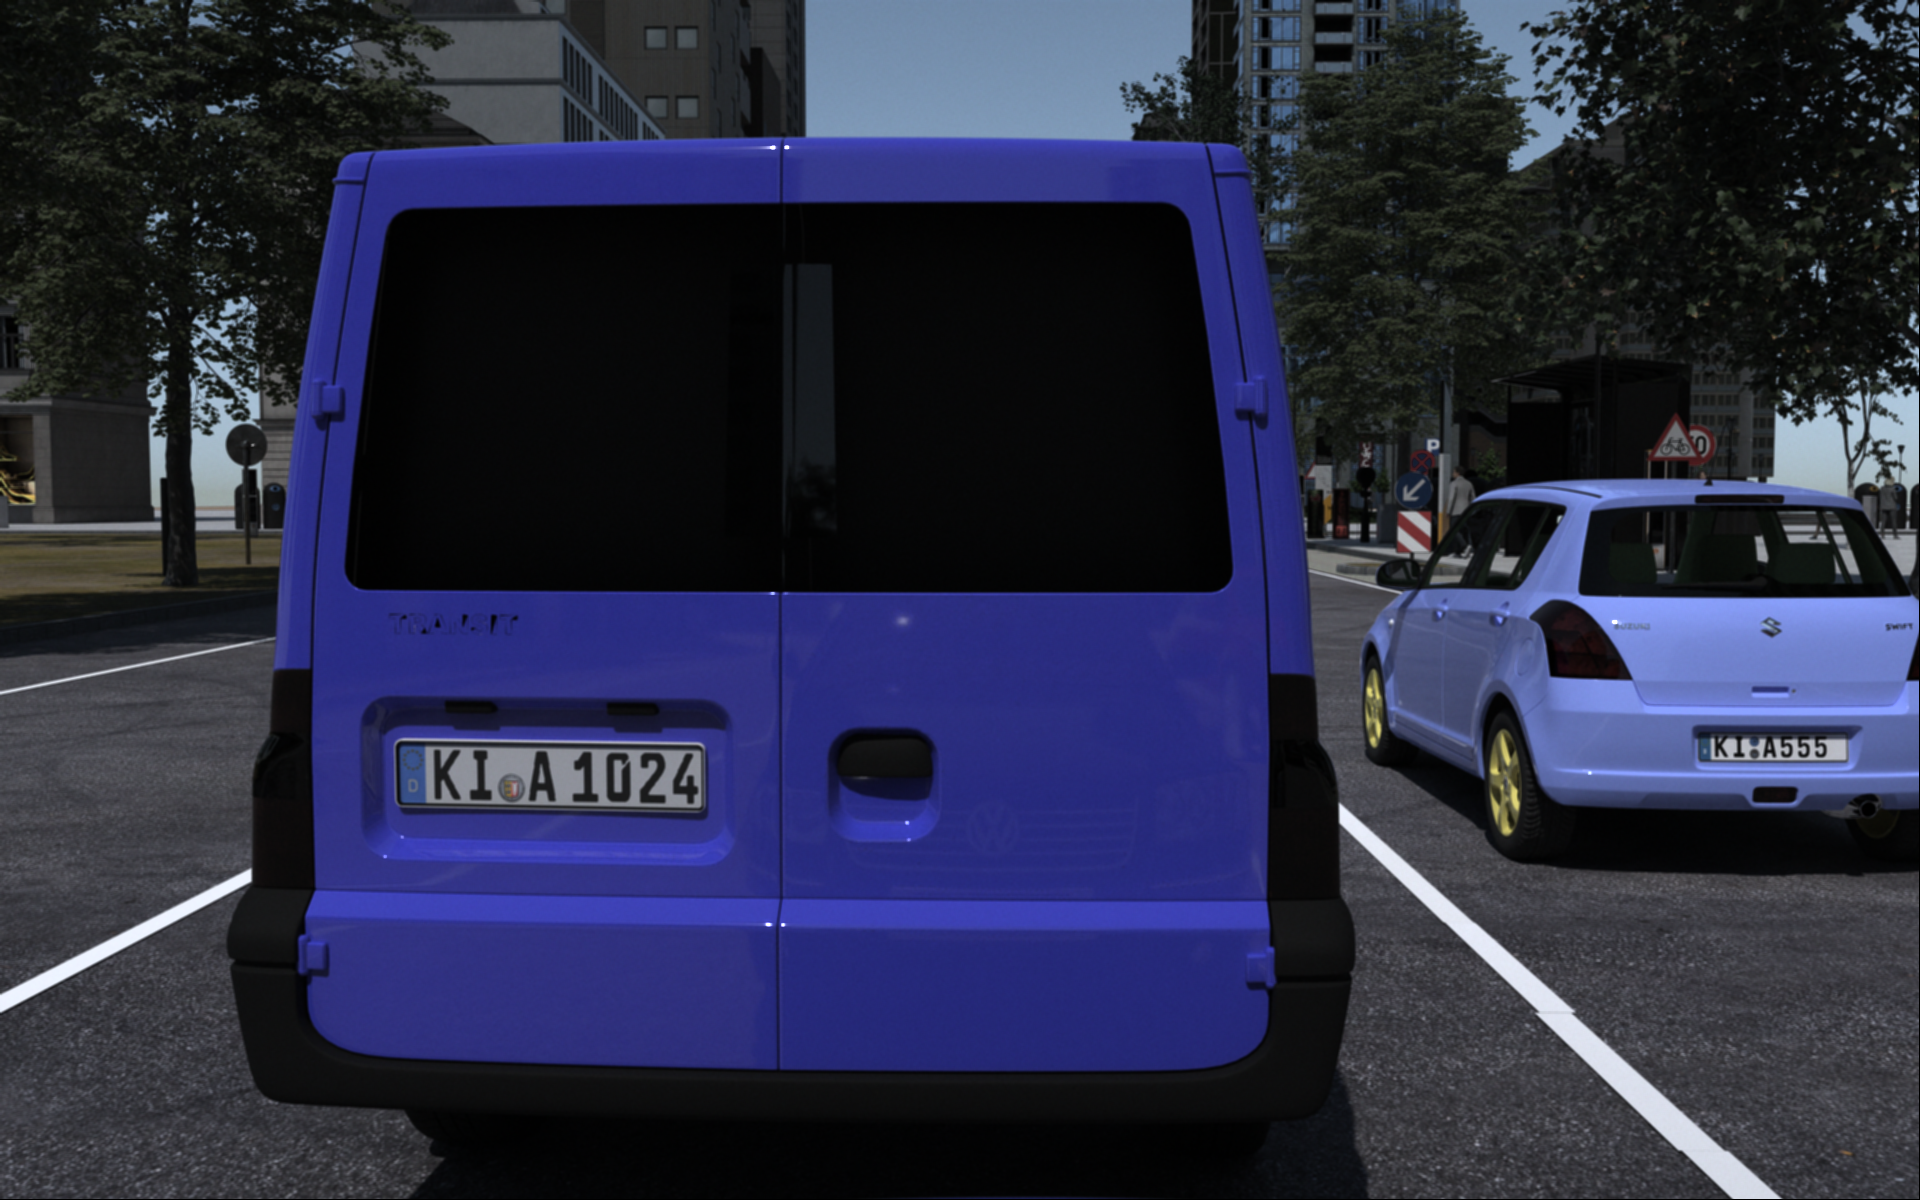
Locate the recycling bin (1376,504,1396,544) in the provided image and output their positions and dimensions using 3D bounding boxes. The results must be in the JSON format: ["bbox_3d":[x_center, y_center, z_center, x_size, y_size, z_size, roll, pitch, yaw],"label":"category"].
[{"bbox_3d":[11.259,-1.994,45.152,0.722,1.027,0.722,0,4,8],"label":"recycling bin"}]

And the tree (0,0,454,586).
[{"bbox_3d":[-10.921,-6.500,24.407,7.486,12.596,7.792,0,3,0],"label":"tree"}]

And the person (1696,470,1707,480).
[{"bbox_3d":[16.794,-2.029,39.234,0.555,1.821,0.388,-1,4,-16],"label":"person"}]

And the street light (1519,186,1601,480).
[{"bbox_3d":[9.135,-3.289,26.308,1.470,5.913,1.316,0,4,1],"label":"street light"}]

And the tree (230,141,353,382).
[{"bbox_3d":[-12.981,-5.232,35.901,4.360,8.622,3.978,0,3,0],"label":"tree"}]

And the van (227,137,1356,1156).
[{"bbox_3d":[-0.178,-0.065,5.447,2.240,2.365,5.245,0,4,3],"label":"van"}]

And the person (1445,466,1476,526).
[{"bbox_3d":[9.975,-1.742,34.368,0.661,1.843,0.795,-2,4,-26],"label":"person"}]

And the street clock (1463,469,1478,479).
[{"bbox_3d":[14.881,-2.820,50.674,0.471,2.002,0.358,0,4,-8],"label":"street clock"}]

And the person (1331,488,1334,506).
[{"bbox_3d":[28.183,-7.581,130.749,0.760,1.731,0.466,-1,4,-18],"label":"person"}]

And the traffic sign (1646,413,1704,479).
[{"bbox_3d":[11.459,-1.701,27.820,0.884,2.594,0.081,0,4,5],"label":"traffic sign"}]

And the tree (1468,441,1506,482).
[{"bbox_3d":[19.341,-4.185,63.029,1.663,3.219,1.824,0,3,0],"label":"tree"}]

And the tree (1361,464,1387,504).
[{"bbox_3d":[26.960,-7.075,110.285,1.663,3.219,1.824,0,3,0],"label":"tree"}]

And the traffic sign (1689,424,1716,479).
[{"bbox_3d":[13.354,-1.925,31.578,0.768,2.556,0.104,0,4,3],"label":"traffic sign"}]

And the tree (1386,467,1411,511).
[{"bbox_3d":[23.669,-5.895,90.988,1.663,3.219,1.824,0,3,0],"label":"tree"}]

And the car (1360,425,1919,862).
[{"bbox_3d":[2.994,0.093,8.065,1.945,1.707,3.694,0,4,1],"label":"car"}]

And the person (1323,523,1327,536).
[{"bbox_3d":[11.150,-2.879,53.220,0.391,1.810,0.635,1,4,12],"label":"person"}]

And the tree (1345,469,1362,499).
[{"bbox_3d":[29.571,-8.195,128.590,1.663,3.219,1.824,0,3,0],"label":"tree"}]

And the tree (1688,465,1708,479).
[{"bbox_3d":[45.343,-6.807,105.902,1.663,3.219,1.824,0,3,0],"label":"tree"}]

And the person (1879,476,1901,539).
[{"bbox_3d":[26.409,-2.631,49.235,0.526,1.800,0.537,-1,4,-19],"label":"person"}]

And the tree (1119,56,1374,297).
[{"bbox_3d":[11.252,-13.312,73.540,12.611,20.169,13.585,0,3,0],"label":"tree"}]

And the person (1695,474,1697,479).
[{"bbox_3d":[18.810,-2.323,44.361,0.601,1.785,0.444,0,4,-5],"label":"person"}]

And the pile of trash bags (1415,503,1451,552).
[{"bbox_3d":[11.256,-1.727,37.987,1.912,1.369,3.447,-2,4,-26],"label":"pile of trash bags"}]

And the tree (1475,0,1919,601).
[{"bbox_3d":[10.447,-6.198,18.339,9.611,12.733,9.660,0,3,0],"label":"tree"}]

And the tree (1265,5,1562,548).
[{"bbox_3d":[10.722,-7.485,40.499,7.486,12.596,7.792,0,3,0],"label":"tree"}]

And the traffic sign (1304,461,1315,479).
[{"bbox_3d":[12.655,-3.761,61.501,0.884,2.594,0.081,0,4,6],"label":"traffic sign"}]

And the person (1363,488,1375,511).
[{"bbox_3d":[23.876,-5.786,101.043,0.661,1.777,0.834,0,4,7],"label":"person"}]

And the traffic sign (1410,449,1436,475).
[{"bbox_3d":[13.165,-3.018,49.444,0.768,2.556,0.104,1,4,8],"label":"traffic sign"}]

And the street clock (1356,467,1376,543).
[{"bbox_3d":[10.748,-2.528,45.907,0.471,2.002,0.358,-1,4,-13],"label":"street clock"}]

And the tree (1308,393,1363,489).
[{"bbox_3d":[25.242,-10.120,115.825,4.360,8.622,3.978,0,3,0],"label":"tree"}]

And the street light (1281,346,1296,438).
[{"bbox_3d":[9.741,-4.939,53.297,1.470,5.913,1.316,0,4,1],"label":"street light"}]

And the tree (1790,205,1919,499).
[{"bbox_3d":[20.299,-5.454,39.541,4.360,8.622,3.978,0,3,0],"label":"tree"}]

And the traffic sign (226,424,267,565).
[{"bbox_3d":[-12.943,-1.916,31.429,0.768,2.556,0.104,0,4,3],"label":"traffic sign"}]

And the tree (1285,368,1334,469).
[{"bbox_3d":[19.766,-9.263,101.811,4.737,8.622,4.395,0,3,0],"label":"tree"}]
